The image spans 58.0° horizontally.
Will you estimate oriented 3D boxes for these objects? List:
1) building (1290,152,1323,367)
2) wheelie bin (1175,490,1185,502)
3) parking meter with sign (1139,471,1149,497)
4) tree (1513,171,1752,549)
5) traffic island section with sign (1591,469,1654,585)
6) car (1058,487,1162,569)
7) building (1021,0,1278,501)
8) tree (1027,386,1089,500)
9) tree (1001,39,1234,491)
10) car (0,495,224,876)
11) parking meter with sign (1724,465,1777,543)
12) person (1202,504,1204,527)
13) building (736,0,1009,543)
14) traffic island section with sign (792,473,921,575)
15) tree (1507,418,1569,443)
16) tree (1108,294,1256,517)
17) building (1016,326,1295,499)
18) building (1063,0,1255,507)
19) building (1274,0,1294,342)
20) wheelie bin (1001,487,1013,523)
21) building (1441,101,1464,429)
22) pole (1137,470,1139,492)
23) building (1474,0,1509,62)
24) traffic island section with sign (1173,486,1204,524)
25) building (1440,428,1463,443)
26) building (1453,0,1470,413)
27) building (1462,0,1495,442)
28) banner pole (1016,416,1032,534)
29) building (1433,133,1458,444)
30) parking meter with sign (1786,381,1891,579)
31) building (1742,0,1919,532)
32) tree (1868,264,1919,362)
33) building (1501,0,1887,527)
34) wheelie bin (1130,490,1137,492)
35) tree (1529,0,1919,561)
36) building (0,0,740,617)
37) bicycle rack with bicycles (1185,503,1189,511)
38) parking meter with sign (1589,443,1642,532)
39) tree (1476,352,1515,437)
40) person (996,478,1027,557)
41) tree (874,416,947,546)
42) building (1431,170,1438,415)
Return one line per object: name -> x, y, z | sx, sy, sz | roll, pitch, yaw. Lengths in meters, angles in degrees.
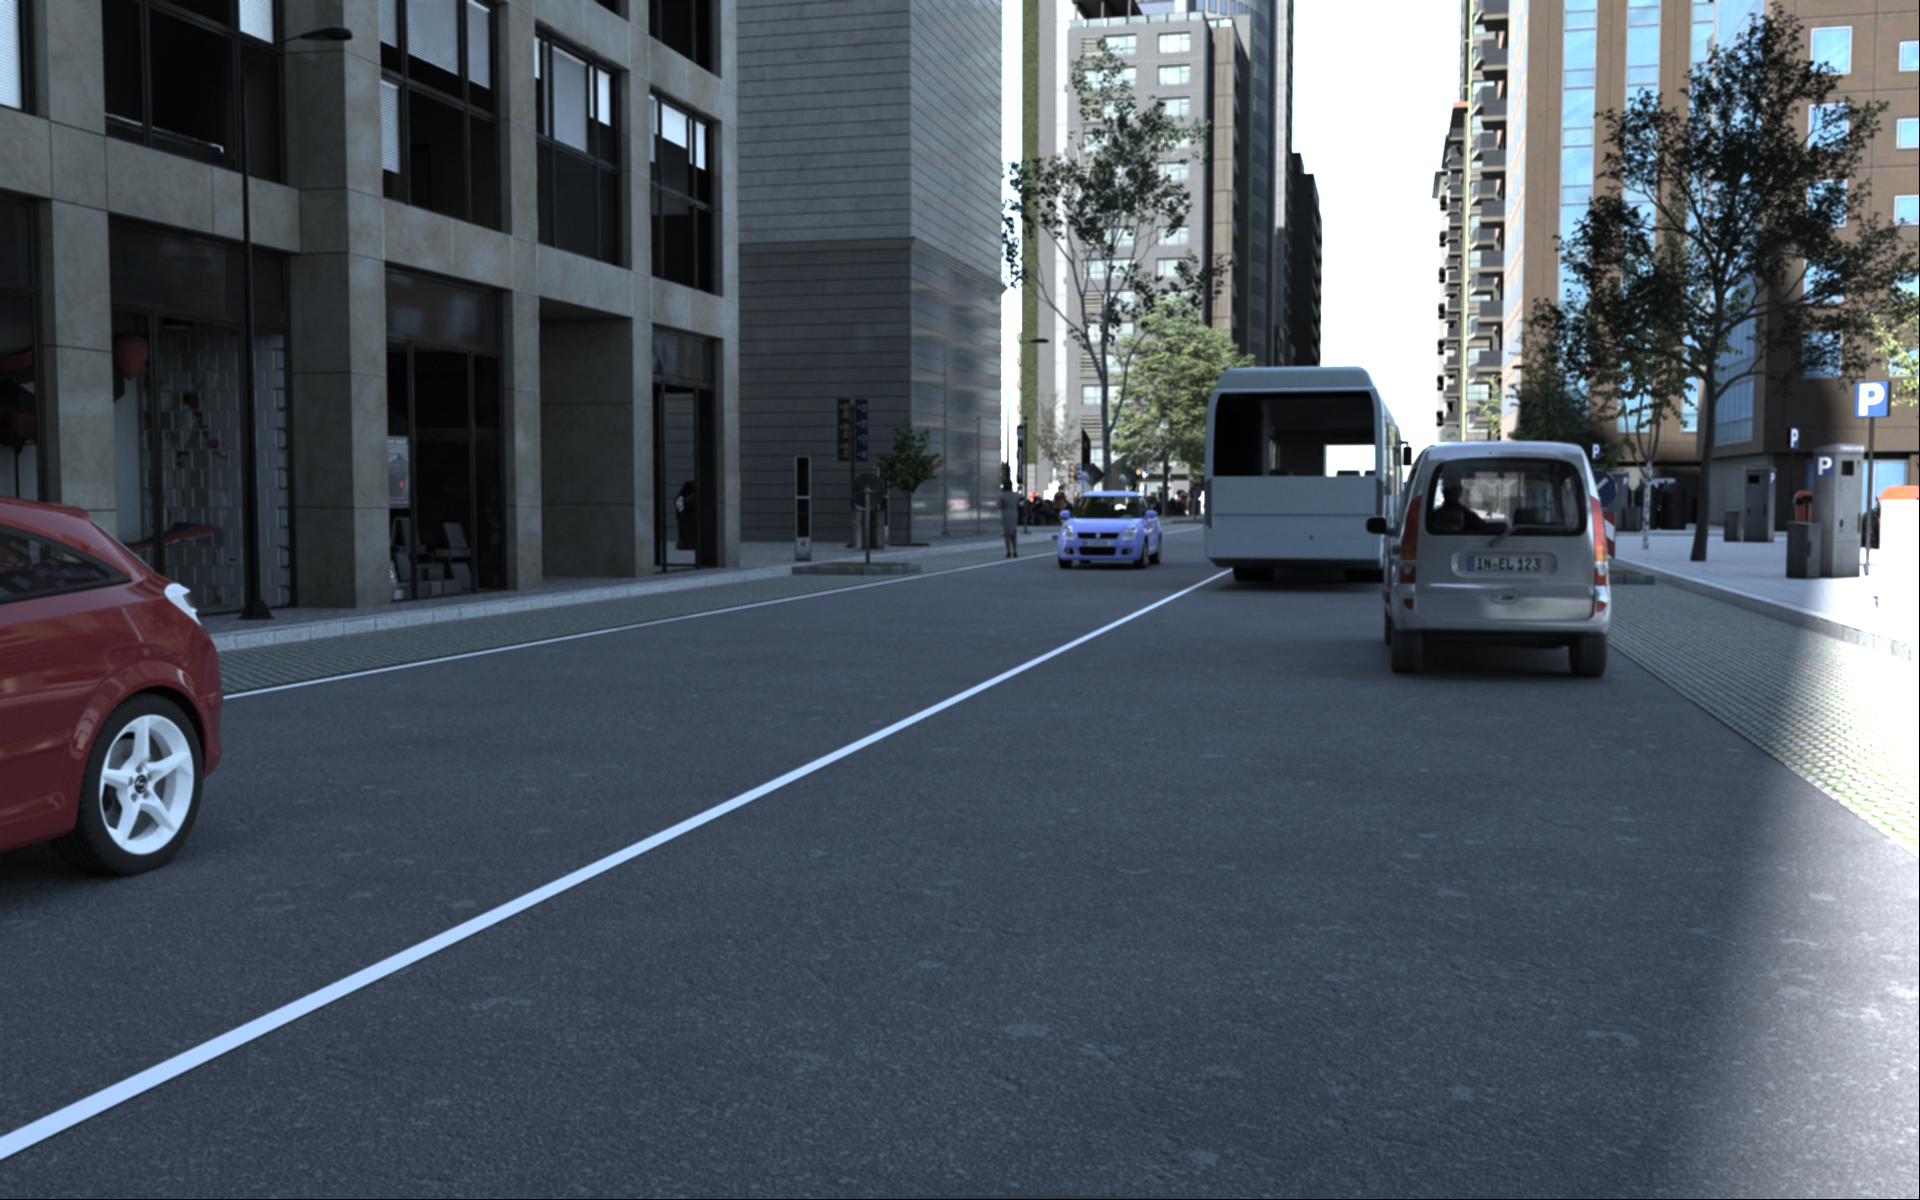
building -> 40.492, -38.325, 250.321 | 21.300, 48.544, 21.600 | 1, 4, 14
wheelie bin -> 17.577, -7.930, 137.561 | 0.980, 1.594, 0.693 | -2, 4, -30
parking meter with sign -> 13.960, -8.321, 132.305 | 0.543, 3.016, 1.738 | 1, 4, 22
tree -> 16.134, -5.505, 40.369 | 4.737, 8.622, 4.395 | 0, 3, 0
traffic island section with sign -> 10.169, -1.204, 28.310 | 1.989, 1.847, 2.006 | 1, 4, 14
car -> 3.001, -1.518, 34.410 | 1.945, 1.707, 3.694 | 1, 4, 13
building -> 18.655, -38.158, 165.876 | 21.231, 58.520, 28.212 | 1, 4, 14
tree -> 6.413, -10.291, 118.617 | 4.360, 8.622, 3.978 | 0, 3, 0
tree -> 5.515, -13.409, 75.133 | 12.611, 20.169, 13.585 | 0, 3, 0
car -> -4.235, 0.229, 5.301 | 2.155, 1.783, 4.494 | 1, 4, 13
parking meter with sign -> 21.306, -3.051, 46.141 | 0.543, 3.016, 1.738 | -3, 5, -42
person -> 10.693, -4.025, 74.174 | 0.638, 1.841, 0.748 | -2, 4, -32
building -> -14.226, -16.879, 53.465 | 29.804, 29.767, 11.434 | 1, 4, 14
traffic island section with sign -> -1.780, -1.386, 31.290 | 1.989, 1.847, 2.006 | 1, 4, 14
tree -> 24.585, -5.507, 73.748 | 4.285, 4.588, 4.351 | 0, 3, 0
tree -> 12.125, -11.019, 98.291 | 7.486, 12.596, 7.792 | 0, 3, 0
building -> 22.842, -21.425, 195.337 | 27.650, 21.520, 28.899 | 1, 4, 14
building -> 16.878, -28.226, 145.085 | 14.154, 41.232, 14.086 | 1, 4, 14
building -> 35.481, -48.374, 229.166 | 20.563, 71.187, 20.611 | 1, 4, 14
wheelie bin -> 2.035, -4.263, 77.606 | 0.980, 1.594, 0.693 | 1, 4, 10
building -> 64.392, -32.681, 188.963 | 22.147, 44.769, 28.867 | 1, 4, 14
pole -> 12.232, -7.659, 119.069 | 0.158, 3.312, 0.155 | 0, 3, 0
building -> 43.888, -27.780, 108.821 | 22.147, 44.769, 28.867 | 1, 4, 14
traffic island section with sign -> 11.487, -4.637, 84.447 | 1.989, 1.847, 2.006 | 1, 4, 14
building -> 56.534, -51.736, 158.548 | 22.319, 86.520, 31.000 | 1, 4, 14
building -> 71.709, -47.821, 220.117 | 20.563, 71.187, 20.611 | 1, 4, 14
building -> 47.483, -27.781, 137.816 | 14.154, 41.232, 14.086 | 1, 4, 14
banner pole -> 2.001, -4.007, 55.539 | 0.401, 3.779, 0.863 | 2, 4, 30
building -> 82.222, -39.974, 242.808 | 28.713, 52.752, 27.495 | 1, 4, 14
parking meter with sign -> 13.442, -1.854, 26.570 | 1.738, 3.016, 0.543 | -2, 4, -28
building -> 35.796, -25.222, 62.490 | 14.200, 45.320, 14.600 | 1, 4, 14
tree -> 25.782, -5.762, 44.564 | 4.737, 8.622, 4.395 | 0, 3, 0
building -> 33.303, -26.358, 81.057 | 14.600, 45.320, 14.200 | 1, 4, 14
wheelie bin -> 12.390, -7.075, 123.579 | 0.980, 1.594, 0.693 | 2, 4, 35
tree -> 14.476, -6.015, 32.761 | 7.601, 10.594, 8.767 | 1, 4, 18
building -> -17.336, -12.927, 15.878 | 19.350, 26.468, 34.151 | 1, 4, 14
bicycle rack with bicycles -> 17.410, -7.080, 129.146 | 2.925, 0.926, 2.852 | 0, 4, -3
parking meter with sign -> 22.398, -3.844, 59.111 | 0.543, 3.016, 1.738 | -3, 5, -39
tree -> 23.425, -7.214, 68.305 | 4.737, 8.622, 4.395 | 0, 3, 0
person -> 1.161, -1.848, 39.076 | 0.716, 1.782, 0.532 | -1, 4, -20
tree -> -1.398, -2.963, 43.046 | 1.663, 3.219, 1.824 | 0, 3, 0
building -> 88.093, -41.614, 269.630 | 28.713, 52.752, 27.495 | 1, 4, 14
